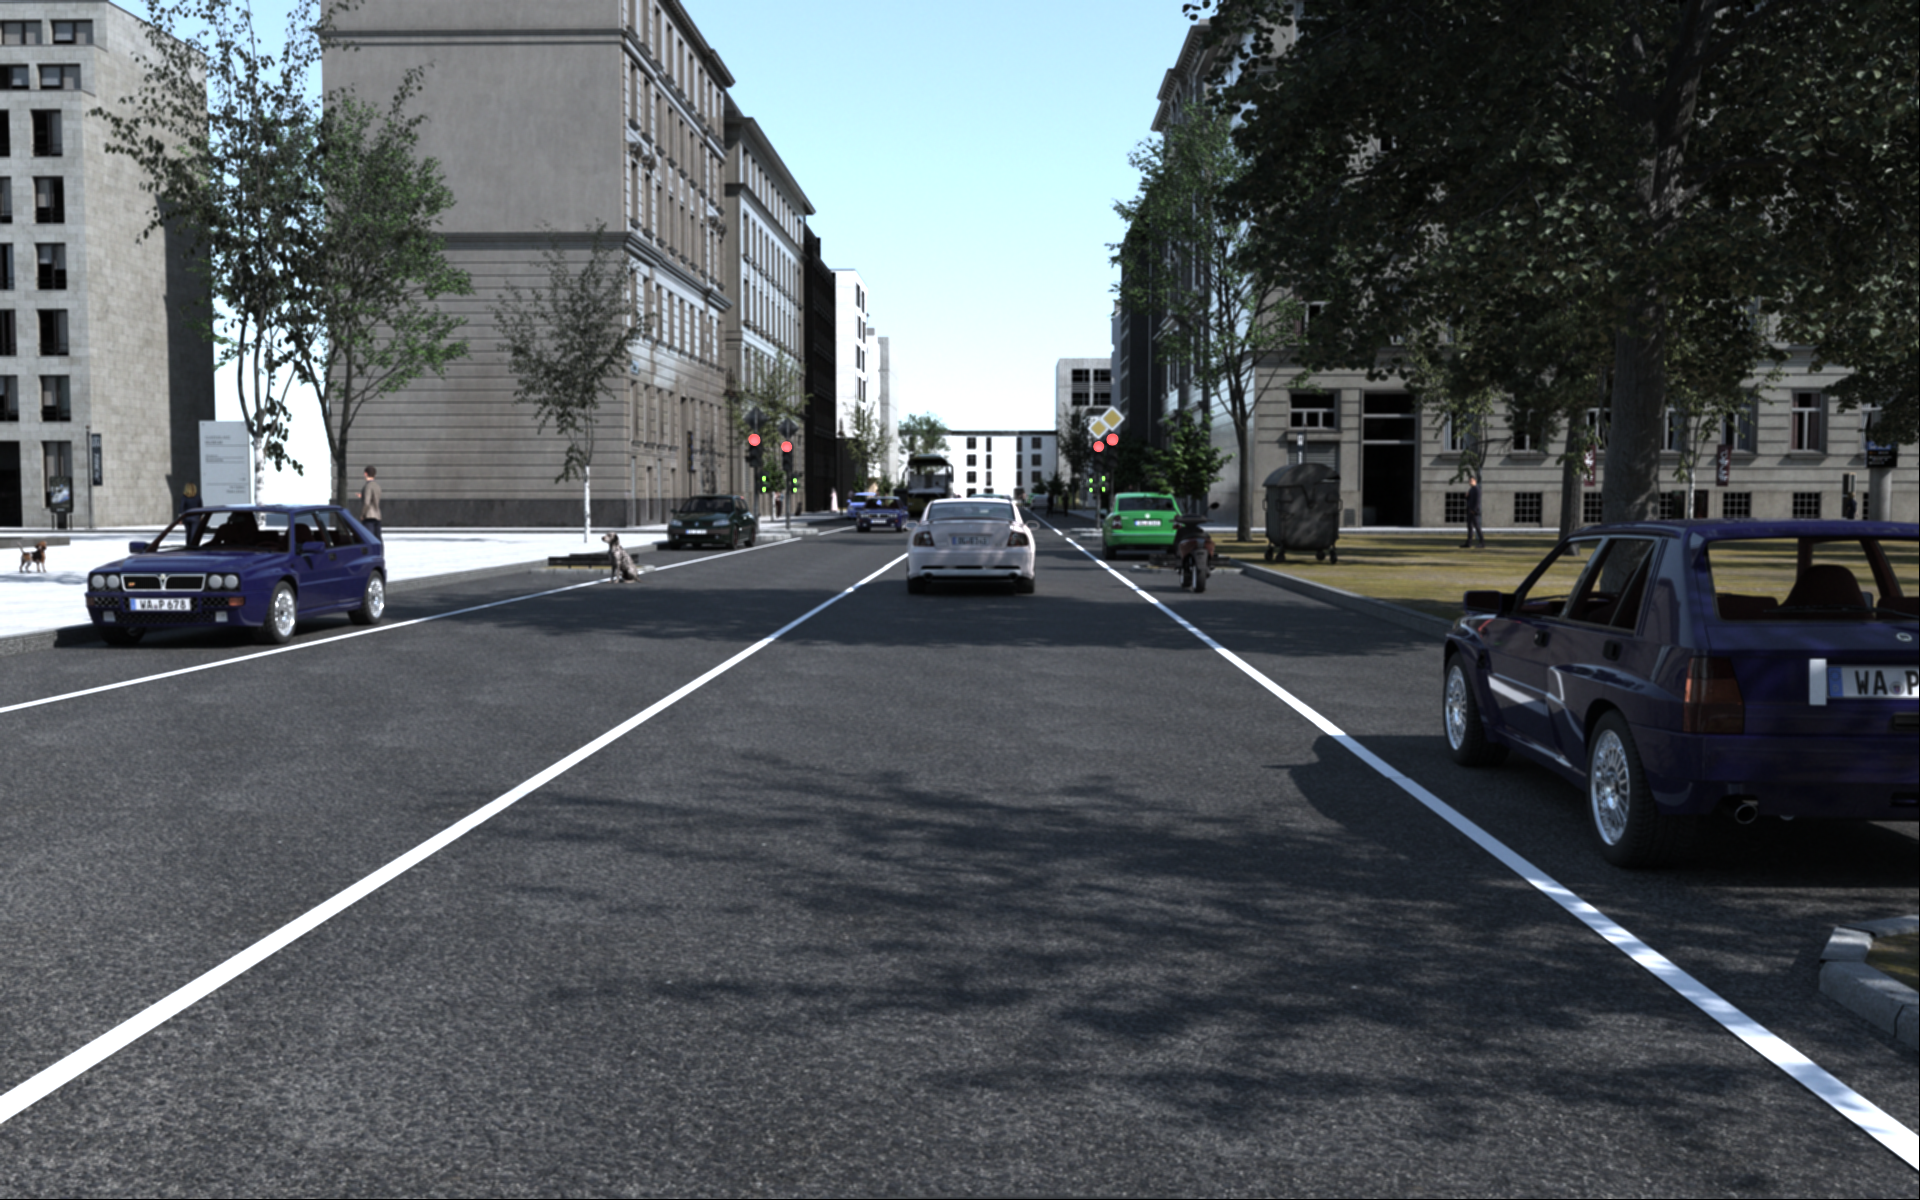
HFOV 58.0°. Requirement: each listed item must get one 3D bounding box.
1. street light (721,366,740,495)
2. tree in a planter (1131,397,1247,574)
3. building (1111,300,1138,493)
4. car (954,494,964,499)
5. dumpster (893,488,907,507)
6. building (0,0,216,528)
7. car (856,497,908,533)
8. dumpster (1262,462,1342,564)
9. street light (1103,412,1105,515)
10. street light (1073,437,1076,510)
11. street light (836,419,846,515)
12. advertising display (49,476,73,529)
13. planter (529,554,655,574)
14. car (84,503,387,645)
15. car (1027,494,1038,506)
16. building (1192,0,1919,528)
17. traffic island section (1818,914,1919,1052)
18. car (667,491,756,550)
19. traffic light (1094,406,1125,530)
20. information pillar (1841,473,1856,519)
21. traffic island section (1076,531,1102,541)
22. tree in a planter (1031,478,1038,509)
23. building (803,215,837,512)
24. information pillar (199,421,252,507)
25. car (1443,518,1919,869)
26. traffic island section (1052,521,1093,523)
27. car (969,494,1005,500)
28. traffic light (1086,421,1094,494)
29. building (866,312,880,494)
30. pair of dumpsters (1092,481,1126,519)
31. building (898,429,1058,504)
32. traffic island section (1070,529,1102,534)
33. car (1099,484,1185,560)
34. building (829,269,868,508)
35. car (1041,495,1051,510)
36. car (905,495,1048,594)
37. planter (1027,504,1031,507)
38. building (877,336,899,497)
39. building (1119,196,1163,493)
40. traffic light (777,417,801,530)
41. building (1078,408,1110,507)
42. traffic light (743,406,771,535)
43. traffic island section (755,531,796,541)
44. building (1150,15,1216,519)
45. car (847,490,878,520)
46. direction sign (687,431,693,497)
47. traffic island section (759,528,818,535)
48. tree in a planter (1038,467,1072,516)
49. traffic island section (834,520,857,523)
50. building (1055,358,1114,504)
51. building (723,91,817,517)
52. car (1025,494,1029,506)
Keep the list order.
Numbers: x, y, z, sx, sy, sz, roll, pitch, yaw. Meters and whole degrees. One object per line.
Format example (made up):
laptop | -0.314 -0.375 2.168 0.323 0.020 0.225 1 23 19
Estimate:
street light | -8.309 -5.512 62.908 0.468 5.910 1.993 0 4 2
tree in a planter | 4.191 -2.126 31.978 1.991 3.239 1.994 0 4 2
building | 21.104 -17.865 148.517 16.016 20.091 11.380 0 4 2
car | -0.618 -10.502 180.752 2.155 1.783 4.494 0 4 1
dumpster | -4.165 -7.550 131.653 1.865 1.857 1.264 0 4 2
building | -41.237 -13.215 70.812 16.860 20.320 10.420 0 4 2
car | -2.913 -3.235 65.468 1.945 1.354 3.894 0 4 2
dumpster | 6.448 -1.643 32.622 1.264 1.857 1.865 0 4 1
street light | 7.960 -7.526 95.836 0.468 5.910 1.993 0 4 2
street light | 9.055 -10.046 137.045 0.468 5.910 1.993 0 4 2
street light | -7.138 -8.032 104.115 0.468 5.910 1.993 0 4 2
advertising display | -32.614 -3.526 62.860 0.974 1.923 0.123 1 4 20
planter | -6.728 -0.668 32.068 1.991 0.319 1.994 0 4 2
car | -7.264 -0.313 17.701 1.945 1.354 3.894 0 4 1
car | 8.440 -11.411 195.358 1.959 1.807 4.718 0 4 2
building | 25.482 -14.583 71.723 30.059 22.955 16.112 0 4 2
traffic island section | 3.459 1.118 4.583 1.991 0.108 1.994 0 4 2
car | -6.522 -2.195 45.679 2.009 1.686 4.222 0 4 3
traffic light | 4.742 -3.982 54.350 0.839 4.213 0.868 0 4 2
information pillar | 31.607 -3.495 61.628 0.304 2.012 0.304 -2 4 -24
traffic island section | 4.782 -1.968 54.462 2.009 0.180 2.903 0 4 2
tree in a planter | 7.682 -10.214 164.215 1.991 3.239 1.994 0 4 2
building | -16.069 -18.244 127.964 12.332 23.373 15.834 0 4 2
information pillar | -23.519 -3.925 55.485 1.656 3.620 0.184 0 4 7
car | 3.413 0.284 7.935 1.945 1.354 3.894 0 4 3
traffic island section | 5.645 -3.932 87.150 1.991 0.108 1.994 0 4 2
car | 1.018 -3.298 65.714 2.131 1.459 4.920 0 4 3
traffic light | 4.953 -4.470 62.332 0.839 4.213 0.868 0 4 2
building | -16.181 -19.650 177.701 16.016 20.091 11.380 0 4 2
pair of dumpsters | 7.808 -5.377 90.405 1.574 2.255 4.436 0 4 1
building | -1.137 -17.552 229.129 28.070 9.664 9.099 0 4 2
traffic island section | 4.993 -2.456 62.444 2.009 0.180 2.903 0 4 2
car | 4.120 -1.850 39.050 1.959 1.807 4.718 0 4 3
building | -23.492 -19.054 155.512 27.936 21.610 32.646 0 4 2
car | 7.250 -8.694 154.513 2.083 1.381 4.827 0 4 3
car | 0.177 -0.853 26.305 2.083 1.381 4.827 0 4 1
planter | 8.389 -10.404 191.239 1.991 0.319 1.994 0 4 2
building | -23.455 -20.579 202.923 31.486 18.905 16.747 0 4 2
building | 19.171 -18.481 121.235 14.314 24.678 30.058 0 4 2
traffic light | -6.205 -4.487 62.610 0.839 4.213 0.868 0 4 2
building | 16.958 -13.867 168.865 9.099 9.664 28.070 0 4 2
traffic light | -6.415 -3.999 54.628 0.839 4.213 0.868 0 4 2
traffic island section | -6.455 -1.987 54.762 2.009 0.180 2.903 0 4 2
building | 18.135 -18.772 94.308 14.401 28.519 23.554 0 4 2
car | -5.173 -5.193 94.488 1.945 1.707 3.694 0 4 3
direction sign | -9.713 -4.307 62.410 0.379 3.537 0.876 0 4 1
traffic island section | -6.244 -2.475 62.745 2.009 0.180 2.903 0 4 2
tree in a planter | 6.375 -7.180 114.613 1.991 3.239 1.994 0 4 2
traffic island section | -5.269 -3.951 87.468 1.991 0.108 1.994 0 4 2
building | 28.744 -22.380 232.366 31.486 18.905 16.747 0 4 2
building | -18.336 -16.626 105.125 16.112 22.955 30.059 0 4 2
car | 8.579 -11.772 204.477 2.014 1.417 4.499 0 4 3
